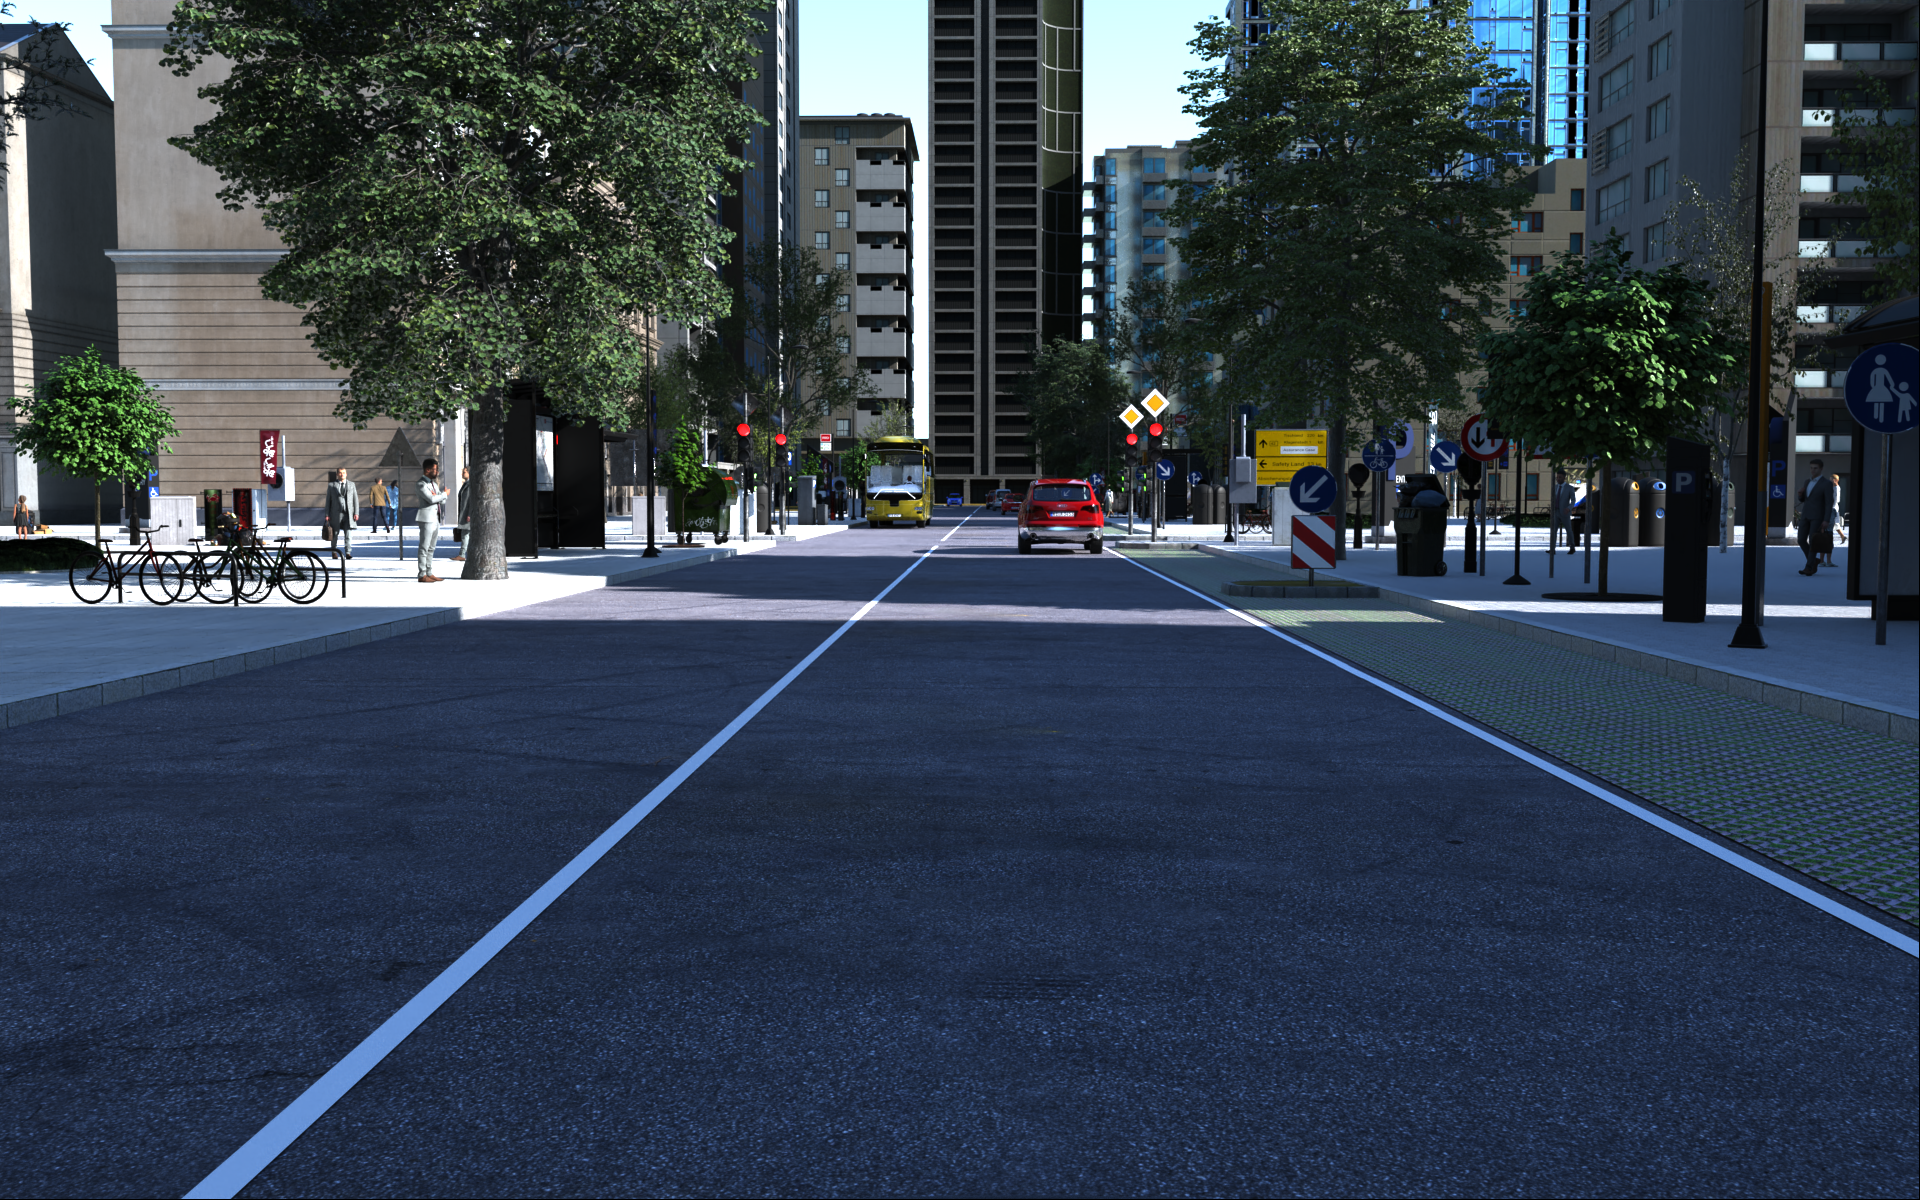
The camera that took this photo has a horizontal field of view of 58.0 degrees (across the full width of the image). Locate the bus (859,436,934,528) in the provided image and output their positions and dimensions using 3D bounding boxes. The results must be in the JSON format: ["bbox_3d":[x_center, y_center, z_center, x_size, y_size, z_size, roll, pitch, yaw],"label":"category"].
[{"bbox_3d":[-2.600,-5.214,76.796,2.896,3.916,12.252,0,4,1],"label":"bus"}]

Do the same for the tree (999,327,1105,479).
[{"bbox_3d":[9.555,-20.977,198.859,12.611,20.169,13.585,0,3,0],"label":"tree"}]

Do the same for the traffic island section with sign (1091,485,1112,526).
[{"bbox_3d":[5.863,-4.288,78.739,1.989,1.847,2.006,0,4,1],"label":"traffic island section with sign"}]

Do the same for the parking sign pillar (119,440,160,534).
[{"bbox_3d":[-26.852,-4.180,56.810,1.447,3.967,1.447,2,4,32],"label":"parking sign pillar"}]

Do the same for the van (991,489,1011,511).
[{"bbox_3d":[3.619,-8.577,147.241,2.013,2.044,4.112,0,4,0],"label":"van"}]

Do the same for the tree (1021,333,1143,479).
[{"bbox_3d":[9.684,-14.074,136.761,9.857,13.997,8.962,0,3,0],"label":"tree"}]

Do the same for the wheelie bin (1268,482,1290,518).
[{"bbox_3d":[8.372,-2.245,44.620,0.980,1.594,0.693,-1,4,-23],"label":"wheelie bin"}]

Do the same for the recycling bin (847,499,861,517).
[{"bbox_3d":[-5.947,-5.181,97.266,0.722,1.027,0.722,-1,4,-8],"label":"recycling bin"}]

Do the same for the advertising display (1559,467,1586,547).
[{"bbox_3d":[14.943,-2.260,42.157,0.974,1.923,0.123,-2,4,-29],"label":"advertising display"}]

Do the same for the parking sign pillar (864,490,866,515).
[{"bbox_3d":[-5.911,-7.387,109.243,1.447,3.967,1.447,0,4,1],"label":"parking sign pillar"}]

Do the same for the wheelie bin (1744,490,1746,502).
[{"bbox_3d":[24.651,-2.786,53.451,0.693,1.594,0.980,0,4,-6],"label":"wheelie bin"}]

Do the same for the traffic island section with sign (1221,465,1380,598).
[{"bbox_3d":[4.778,-0.980,24.656,1.989,1.847,2.006,0,4,1],"label":"traffic island section with sign"}]

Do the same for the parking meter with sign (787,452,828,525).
[{"bbox_3d":[-6.300,-4.590,71.314,1.738,3.016,0.543,1,4,16],"label":"parking meter with sign"}]

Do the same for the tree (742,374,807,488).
[{"bbox_3d":[-11.623,-9.466,105.125,4.737,8.622,4.395,0,3,0],"label":"tree"}]

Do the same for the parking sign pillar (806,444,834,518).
[{"bbox_3d":[-7.672,-6.401,93.124,1.447,3.967,1.447,1,4,22],"label":"parking sign pillar"}]

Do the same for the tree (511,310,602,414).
[{"bbox_3d":[-15.922,-7.170,67.596,4.737,8.622,4.395,0,3,0],"label":"tree"}]

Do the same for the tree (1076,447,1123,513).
[{"bbox_3d":[9.681,-8.201,117.806,4.285,4.588,4.351,0,3,0],"label":"tree"}]

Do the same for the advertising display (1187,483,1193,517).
[{"bbox_3d":[12.804,-5.624,97.164,0.123,1.923,0.974,-1,4,-16],"label":"advertising display"}]

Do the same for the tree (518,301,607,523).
[{"bbox_3d":[-15.971,-8.646,75.773,7.601,10.594,8.767,0,4,6],"label":"tree"}]

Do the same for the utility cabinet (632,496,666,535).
[{"bbox_3d":[-9.696,-2.620,54.004,1.020,1.237,0.306,0,4,-6],"label":"utility cabinet"}]

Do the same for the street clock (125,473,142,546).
[{"bbox_3d":[-20.566,-2.358,43.127,0.358,2.002,0.471,0,4,2],"label":"street clock"}]

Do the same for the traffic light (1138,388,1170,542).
[{"bbox_3d":[5.156,-3.494,46.049,0.839,4.253,0.868,0,4,1],"label":"traffic light"}]

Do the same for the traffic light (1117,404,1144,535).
[{"bbox_3d":[5.316,-3.982,54.033,0.839,4.253,0.868,0,4,1],"label":"traffic light"}]

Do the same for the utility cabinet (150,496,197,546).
[{"bbox_3d":[-19.692,-1.969,43.362,1.020,1.237,0.306,-1,4,-12],"label":"utility cabinet"}]

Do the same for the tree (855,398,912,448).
[{"bbox_3d":[-5.612,-11.173,133.038,4.737,8.622,4.395,0,3,0],"label":"tree"}]

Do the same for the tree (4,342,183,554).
[{"bbox_3d":[-18.681,-3.293,37.546,4.285,4.588,4.351,0,3,0],"label":"tree"}]

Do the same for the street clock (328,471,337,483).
[{"bbox_3d":[-20.121,-3.120,55.579,0.358,2.002,0.471,-2,4,-23],"label":"street clock"}]

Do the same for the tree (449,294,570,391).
[{"bbox_3d":[-15.434,-6.672,59.447,4.360,8.622,3.978,0,3,0],"label":"tree"}]

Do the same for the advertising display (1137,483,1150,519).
[{"bbox_3d":[9.646,-5.252,91.081,0.123,1.923,0.974,-2,4,-28],"label":"advertising display"}]

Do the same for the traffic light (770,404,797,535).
[{"bbox_3d":[-5.543,-3.995,54.233,0.839,4.253,0.868,0,4,1],"label":"traffic light"}]

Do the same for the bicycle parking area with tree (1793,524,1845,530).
[{"bbox_3d":[34.763,-4.567,61.677,9.016,4.147,8.231,-1,4,-20],"label":"bicycle parking area with tree"}]

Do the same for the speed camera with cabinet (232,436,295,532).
[{"bbox_3d":[-23.594,-3.931,58.610,2.038,3.252,0.660,1,4,12],"label":"speed camera with cabinet"}]

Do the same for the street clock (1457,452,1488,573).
[{"bbox_3d":[8.343,-1.449,28.260,0.471,2.002,0.358,1,4,11],"label":"street clock"}]

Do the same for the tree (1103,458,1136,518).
[{"bbox_3d":[8.431,-6.013,92.917,1.663,3.219,1.824,0,3,0],"label":"tree"}]

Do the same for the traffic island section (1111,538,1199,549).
[{"bbox_3d":[5.196,-1.461,46.162,2.009,0.180,2.903,0,4,1],"label":"traffic island section"}]

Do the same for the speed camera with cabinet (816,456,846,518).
[{"bbox_3d":[-6.953,-5.870,90.316,2.038,3.252,0.660,0,4,-2],"label":"speed camera with cabinet"}]

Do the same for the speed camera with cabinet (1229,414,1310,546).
[{"bbox_3d":[7.735,-2.981,43.072,2.038,3.252,0.660,1,4,9],"label":"speed camera with cabinet"}]

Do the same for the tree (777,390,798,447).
[{"bbox_3d":[-13.386,-10.560,123.016,4.360,8.622,3.978,0,3,0],"label":"tree"}]

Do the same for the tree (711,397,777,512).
[{"bbox_3d":[-14.382,-9.964,113.266,4.360,8.622,3.978,0,3,0],"label":"tree"}]

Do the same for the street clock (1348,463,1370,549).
[{"bbox_3d":[9.373,-2.213,40.752,0.471,2.002,0.358,0,4,5],"label":"street clock"}]

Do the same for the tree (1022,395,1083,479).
[{"bbox_3d":[10.064,-15.154,173.525,9.928,11.665,9.643,0,3,0],"label":"tree"}]

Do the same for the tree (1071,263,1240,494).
[{"bbox_3d":[7.848,-8.356,71.035,7.601,10.594,8.767,-3,5,-41],"label":"tree"}]

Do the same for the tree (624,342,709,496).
[{"bbox_3d":[-14.533,-8.114,83.031,4.737,8.622,4.395,0,3,0],"label":"tree"}]

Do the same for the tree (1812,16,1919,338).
[{"bbox_3d":[13.068,-4.354,21.545,4.737,8.622,4.395,0,3,0],"label":"tree"}]

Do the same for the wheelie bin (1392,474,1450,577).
[{"bbox_3d":[7.216,-1.174,27.111,0.693,1.594,0.980,-2,4,-31],"label":"wheelie bin"}]

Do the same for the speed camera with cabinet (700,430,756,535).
[{"bbox_3d":[-7.447,-3.679,54.485,2.038,3.252,0.660,-2,4,-33],"label":"speed camera with cabinet"}]

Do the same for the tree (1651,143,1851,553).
[{"bbox_3d":[16.842,-5.330,37.504,4.360,8.622,3.978,0,3,0],"label":"tree"}]

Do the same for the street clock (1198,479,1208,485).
[{"bbox_3d":[11.712,-4.830,83.548,0.471,2.002,0.358,1,4,14],"label":"street clock"}]

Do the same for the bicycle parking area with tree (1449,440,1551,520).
[{"bbox_3d":[27.466,-6.238,88.994,9.016,4.147,8.231,-1,4,-9],"label":"bicycle parking area with tree"}]

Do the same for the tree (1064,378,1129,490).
[{"bbox_3d":[8.913,-9.804,110.659,4.360,8.622,3.978,0,3,0],"label":"tree"}]

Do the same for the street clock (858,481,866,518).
[{"bbox_3d":[-5.228,-5.434,93.411,0.471,2.002,0.358,1,4,18],"label":"street clock"}]

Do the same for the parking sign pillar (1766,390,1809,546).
[{"bbox_3d":[20.668,-3.367,43.518,1.447,3.967,1.447,2,4,33],"label":"parking sign pillar"}]

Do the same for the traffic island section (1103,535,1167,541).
[{"bbox_3d":[5.356,-1.949,54.146,2.009,0.180,2.903,0,4,1],"label":"traffic island section"}]

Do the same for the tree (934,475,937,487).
[{"bbox_3d":[-4.106,-12.203,183.237,4.285,4.588,4.351,0,3,0],"label":"tree"}]

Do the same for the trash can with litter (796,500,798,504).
[{"bbox_3d":[-7.659,-4.509,85.110,0.624,1.170,1.055,0,4,5],"label":"trash can with litter"}]

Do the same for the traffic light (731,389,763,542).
[{"bbox_3d":[-5.703,-3.506,46.250,0.839,4.253,0.868,0,4,1],"label":"traffic light"}]

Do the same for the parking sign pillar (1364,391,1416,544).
[{"bbox_3d":[11.326,-3.470,45.203,1.447,3.967,1.447,-3,5,-40],"label":"parking sign pillar"}]
